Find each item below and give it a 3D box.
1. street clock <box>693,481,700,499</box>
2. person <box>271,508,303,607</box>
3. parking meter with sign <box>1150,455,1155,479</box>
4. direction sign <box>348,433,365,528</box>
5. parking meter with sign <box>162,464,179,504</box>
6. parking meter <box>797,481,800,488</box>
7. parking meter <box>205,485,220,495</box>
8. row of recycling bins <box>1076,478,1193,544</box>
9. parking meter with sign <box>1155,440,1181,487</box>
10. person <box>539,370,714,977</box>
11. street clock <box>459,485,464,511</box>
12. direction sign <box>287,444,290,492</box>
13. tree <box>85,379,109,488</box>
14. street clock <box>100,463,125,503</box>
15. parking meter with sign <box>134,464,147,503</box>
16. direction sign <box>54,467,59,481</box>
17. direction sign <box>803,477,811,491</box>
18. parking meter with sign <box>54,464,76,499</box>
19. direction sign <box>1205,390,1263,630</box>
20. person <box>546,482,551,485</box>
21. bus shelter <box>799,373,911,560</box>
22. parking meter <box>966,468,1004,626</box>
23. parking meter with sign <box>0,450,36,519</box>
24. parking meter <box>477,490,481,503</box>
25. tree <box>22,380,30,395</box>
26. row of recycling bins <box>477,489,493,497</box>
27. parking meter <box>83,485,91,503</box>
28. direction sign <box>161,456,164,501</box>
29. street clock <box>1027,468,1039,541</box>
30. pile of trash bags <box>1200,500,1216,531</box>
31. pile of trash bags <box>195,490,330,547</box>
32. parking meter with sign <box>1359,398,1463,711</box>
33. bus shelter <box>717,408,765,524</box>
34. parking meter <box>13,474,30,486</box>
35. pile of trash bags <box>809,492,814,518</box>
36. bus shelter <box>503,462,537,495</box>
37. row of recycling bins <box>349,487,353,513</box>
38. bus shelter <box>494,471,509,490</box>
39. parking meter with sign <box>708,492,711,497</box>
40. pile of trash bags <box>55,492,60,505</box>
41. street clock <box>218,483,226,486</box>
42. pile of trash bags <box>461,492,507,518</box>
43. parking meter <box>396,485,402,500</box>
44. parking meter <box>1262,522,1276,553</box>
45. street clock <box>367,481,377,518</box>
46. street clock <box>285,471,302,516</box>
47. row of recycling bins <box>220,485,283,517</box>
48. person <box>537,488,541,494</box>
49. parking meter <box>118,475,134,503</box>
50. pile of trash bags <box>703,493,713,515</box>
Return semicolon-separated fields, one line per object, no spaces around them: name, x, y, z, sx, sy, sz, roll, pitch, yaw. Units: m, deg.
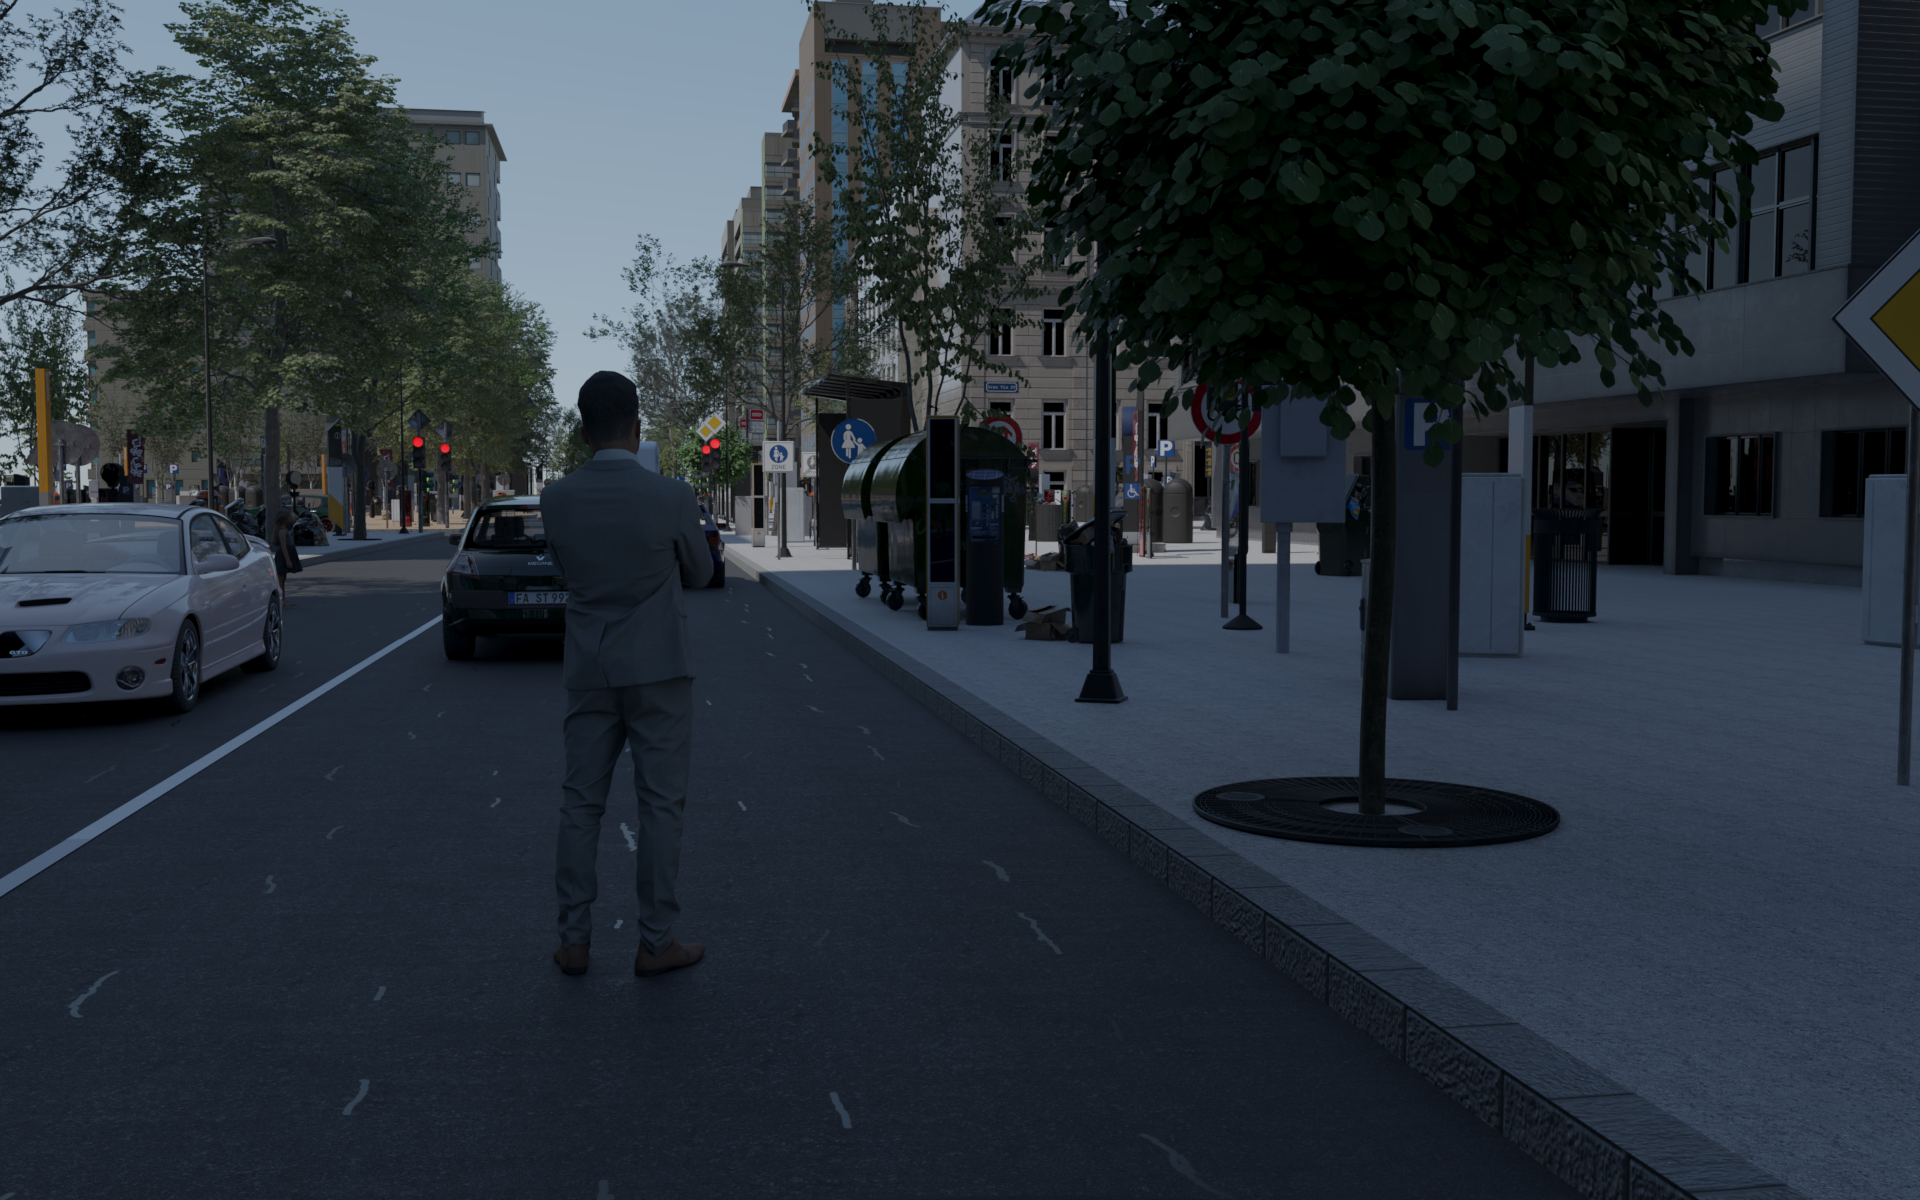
street clock;-12.409;-4.707;81.522;0.358;2.002;0.471;1;4;8
person;-8.563;-0.542;22.024;0.373;1.253;0.362;-1;4;-12
parking meter with sign;9.498;-5.006;78.110;1.738;3.016;0.543;-1;4;-14
direction sign;-22.644;-4.444;64.651;0.876;3.537;0.379;0;4;0
parking meter with sign;-46.005;-6.395;100.820;0.543;3.016;1.738;0;4;-8
parking meter;-6.380;-3.754;67.090;0.399;1.863;0.255;-1;4;-20
parking meter;-20.818;-2.437;48.264;0.372;1.533;0.369;0;3;0
row of recycling bins;4.761;-2.386;46.121;1.069;1.692;3.534;-3;5;-41
parking meter with sign;6.920;-3.679;56.416;0.543;3.016;1.738;1;4;21
person;-1.009;0.207;5.296;0.511;1.800;0.466;0;4;-5
street clock;-38.180;-7.840;132.754;0.358;2.002;0.471;2;4;28
direction sign;-30.353;-5.282;78.357;0.379;3.537;0.876;-1;4;-15
tree;-51.644;-9.535;106.263;4.360;8.622;3.978;0;3;0
street clock;-19.674;-2.183;40.255;0.471;2.002;0.358;0;4;2
parking meter with sign;-47.936;-6.372;100.435;1.738;3.016;0.543;2;4;26
direction sign;-55.746;-7.001;106.459;0.876;3.537;0.379;1;4;11
direction sign;-11.543;-8.543;131.669;0.876;3.537;0.379;-3;4;-37
parking meter with sign;-45.628;-5.636;88.406;0.543;3.016;1.738;-3;5;-43
direction sign;2.688;-1.491;16.370;0.876;3.537;0.379;-2;4;-29
person;-13.119;-2.846;55.215;0.466;1.800;0.511;-1;4;-14
bus shelter;-2.274;-2.795;36.974;1.731;3.624;6.357;-1;4;-10
parking meter;0.243;-0.524;16.977;0.372;1.533;0.369;0;3;0
parking meter with sign;-37.617;-4.445;68.940;1.738;3.016;0.543;0;4;2
parking meter;-29.682;-6.013;106.725;0.372;1.533;0.369;0;3;0
tree;-40.776;-7.381;71.040;4.360;8.622;3.978;0;3;0
row of recycling bins;-35.963;-7.753;133.867;3.534;1.692;1.069;-1;4;-9
parking meter;-56.141;-6.465;111.417;0.255;1.863;0.399;3;4;38
direction sign;-47.701;-6.828;103.629;0.379;3.537;0.876;-2;4;-26
street clock;1.983;-2.618;47.372;0.358;2.002;0.471;-1;4;-12
pile of trash bags;9.314;-3.113;60.654;1.912;1.369;3.447;1;4;16
pile of trash bags;-17.018;-1.959;41.784;1.912;1.369;3.447;1;4;22
parking meter with sign;2.918;-0.903;11.020;0.543;3.016;1.738;0;4;0
bus shelter;-9.793;-6.190;78.831;2.179;5.291;8.768;-1;4;-10
parking meter;-26.900;-2.692;49.725;0.399;1.863;0.255;0;4;1
pile of trash bags;-8.388;-5.237;95.384;1.912;1.369;3.447;0;4;7
bus shelter;-29.517;-8.415;115.221;2.179;5.291;8.768;-1;4;-10
row of recycling bins;-36.606;-5.879;103.230;1.069;1.692;3.534;-1;4;-16
bus shelter;-33.803;-8.281;129.317;2.014;3.302;5.546;-1;4;-10
parking meter with sign;-17.142;-7.381;116.939;1.738;3.016;0.543;3;5;42
pile of trash bags;-39.976;-4.051;75.994;1.912;1.369;3.447;-3;4;-38
street clock;-47.979;-6.612;112.672;0.471;2.002;0.358;1;4;8
pile of trash bags;-25.668;-5.171;94.299;3.447;1.369;1.912;3;5;43
parking meter;-36.966;-6.637;114.218;0.255;1.863;0.399;2;4;31
parking meter;6.692;-1.942;37.468;0.255;1.863;0.399;0;4;-1
street clock;-31.512;-5.398;92.832;0.471;2.002;0.358;-3;5;-44
street clock;-20.733;-3.021;53.958;0.358;2.002;0.471;2;4;28
row of recycling bins;-33.902;-4.610;82.487;3.534;1.692;1.069;1;4;11
person;-23.384;-5.343;96.405;0.362;1.759;0.519;-1;4;-19
parking meter;-23.953;-2.695;49.774;0.399;1.863;0.255;-1;4;-20
pile of trash bags;-16.374;-6.755;120.197;1.912;1.369;3.447;1;4;20
